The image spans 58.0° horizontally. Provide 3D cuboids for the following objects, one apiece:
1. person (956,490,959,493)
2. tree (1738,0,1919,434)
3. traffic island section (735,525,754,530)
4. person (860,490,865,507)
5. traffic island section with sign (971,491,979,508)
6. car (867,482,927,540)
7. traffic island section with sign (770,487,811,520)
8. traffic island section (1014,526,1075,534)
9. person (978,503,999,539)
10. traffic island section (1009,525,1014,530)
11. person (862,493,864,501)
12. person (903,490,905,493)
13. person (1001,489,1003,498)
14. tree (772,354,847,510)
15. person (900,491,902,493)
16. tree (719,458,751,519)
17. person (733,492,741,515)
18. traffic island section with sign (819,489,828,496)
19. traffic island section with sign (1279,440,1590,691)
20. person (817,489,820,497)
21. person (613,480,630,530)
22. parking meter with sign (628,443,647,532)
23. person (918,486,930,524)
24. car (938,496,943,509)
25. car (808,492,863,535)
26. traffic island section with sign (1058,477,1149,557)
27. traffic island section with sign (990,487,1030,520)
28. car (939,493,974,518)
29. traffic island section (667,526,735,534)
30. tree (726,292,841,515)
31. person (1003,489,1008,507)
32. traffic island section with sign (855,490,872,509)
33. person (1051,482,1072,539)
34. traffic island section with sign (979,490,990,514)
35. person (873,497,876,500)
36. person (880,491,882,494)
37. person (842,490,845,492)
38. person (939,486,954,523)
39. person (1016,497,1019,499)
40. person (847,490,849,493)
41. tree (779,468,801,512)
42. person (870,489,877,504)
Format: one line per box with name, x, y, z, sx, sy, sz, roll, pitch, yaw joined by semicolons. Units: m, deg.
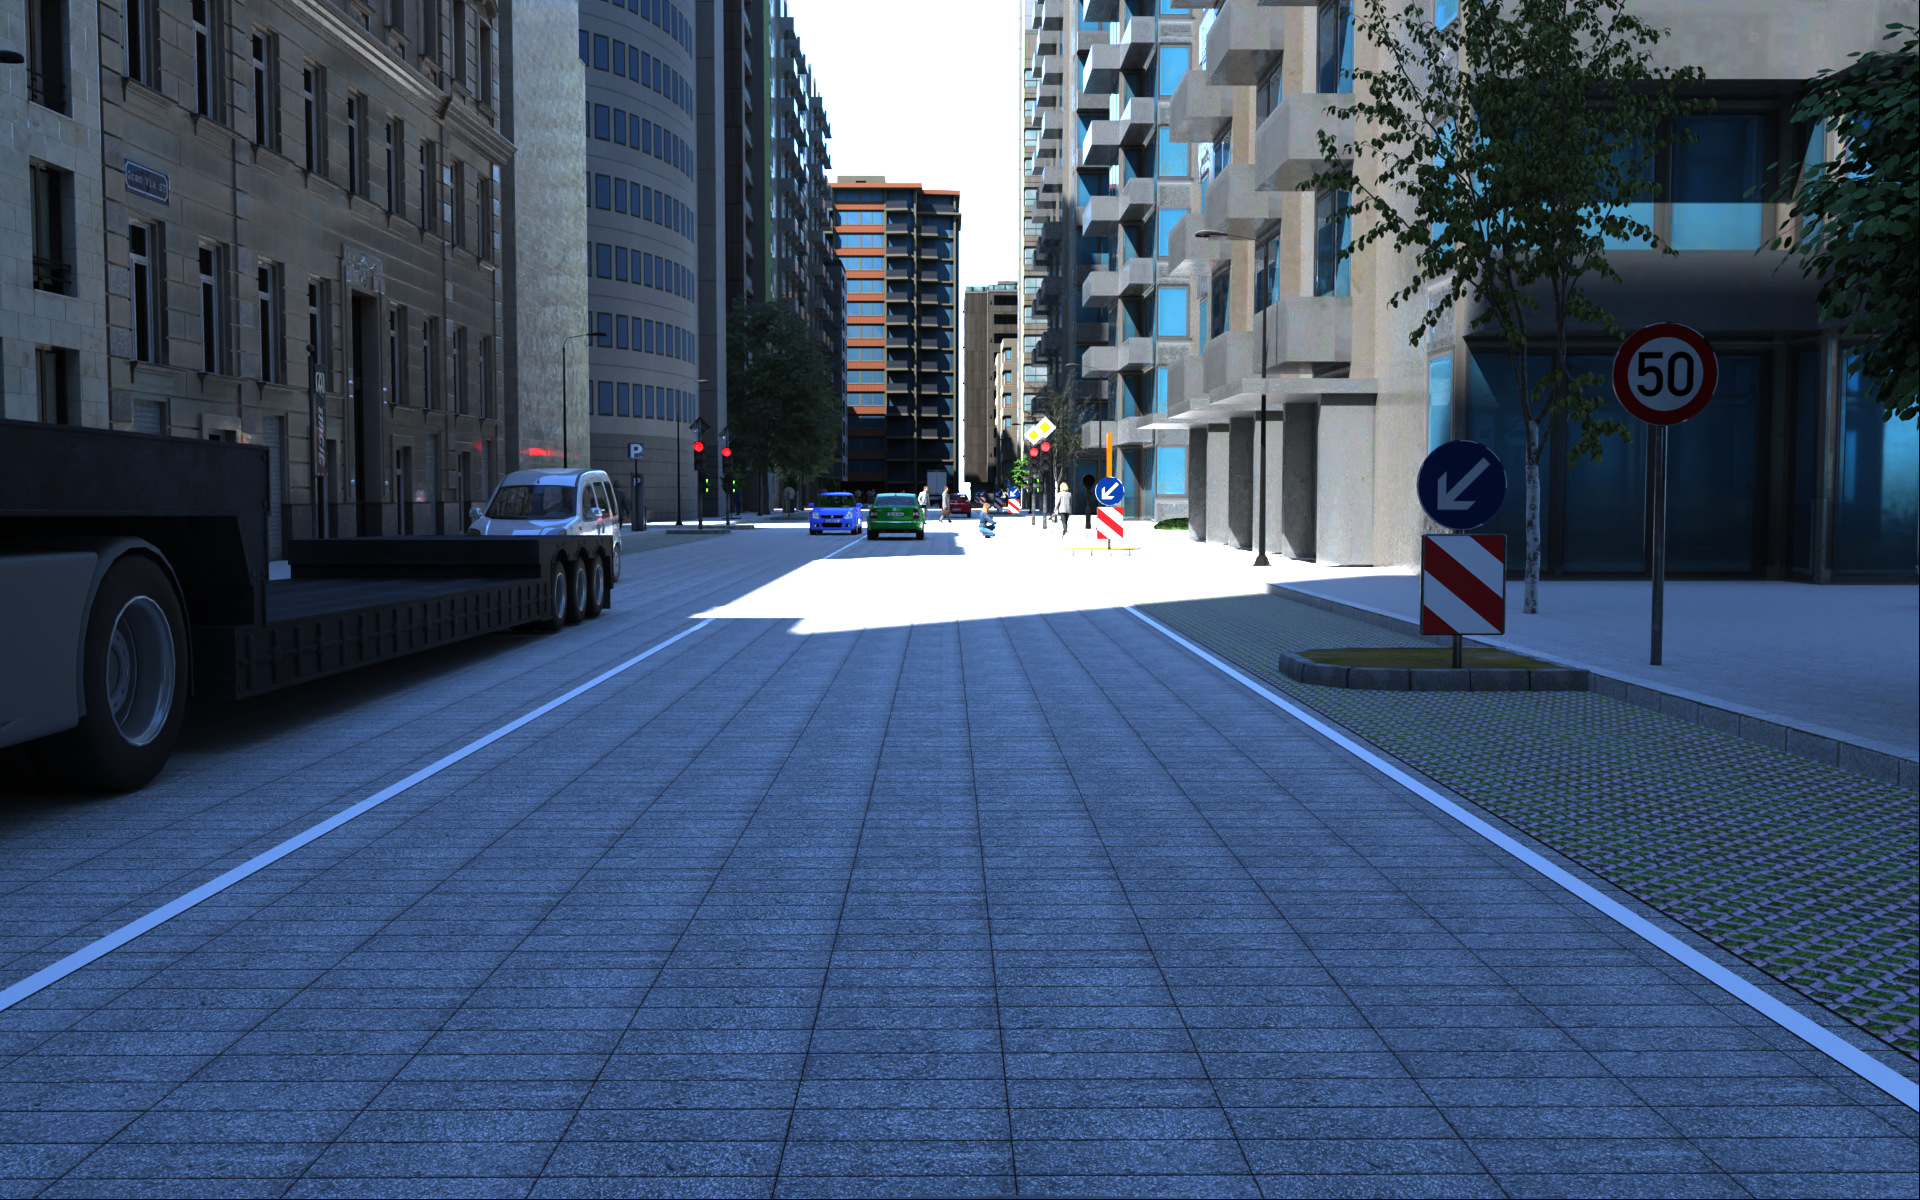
person;-0.295;-10.638;182.430;0.705;1.824;1.348;-2;4;-32
tree;5.905;-1.559;9.205;4.285;4.588;4.351;0;3;0
traffic island section;-9.508;-2.969;70.829;2.009;0.180;2.903;0;4;-1
person;-10.228;-10.554;181.067;0.705;1.822;1.348;1;4;19
traffic island section with sign;2.119;-10.067;173.224;1.989;1.847;2.006;0;4;-1
car;-2.028;-2.855;55.468;1.959;1.807;4.718;0;4;-1
traffic island section with sign;-9.414;-5.329;95.756;1.989;1.847;2.006;0;4;-1
traffic island section;3.104;-2.488;62.951;2.009;0.180;2.903;0;4;-1
person;0.951;-2.556;55.796;0.738;1.151;1.012;0;4;4
traffic island section;3.033;-2.976;70.936;2.009;0.180;2.903;0;4;-1
person;-12.861;-13.353;227.739;0.541;1.710;0.530;-1;4;-14
person;-4.997;-8.786;152.699;0.434;1.755;0.990;-2;4;-35
person;4.131;-10.068;170.637;0.705;1.826;1.348;0;4;1
tree;-12.932;-13.561;139.850;7.486;12.596;7.792;0;3;0
person;-5.750;-9.795;169.573;0.541;1.710;0.530;1;4;23
tree;-11.701;-5.740;88.455;1.663;3.219;1.824;0;3;0
person;-13.373;-5.988;104.125;0.419;1.800;0.721;1;4;22
traffic island section with sign;-9.651;-7.000;123.082;1.989;1.847;2.006;0;4;-1
traffic island section with sign;3.557;-0.294;13.440;1.989;1.847;2.006;0;4;-1
person;-12.980;-9.372;159.945;0.551;1.740;0.621;3;5;39
person;-8.401;-2.051;42.428;0.661;1.777;0.834;0;4;3
parking meter with sign;-11.143;-3.901;60.042;0.543;3.016;1.738;0;4;-5
person;-1.680;-4.487;81.955;0.391;1.810;0.635;3;4;37
car;-1.154;-9.818;170.309;2.009;1.686;4.222;0;4;1
car;-4.419;-3.198;61.872;1.945;1.707;3.694;0;4;1
traffic island section with sign;3.315;-1.943;40.394;1.989;1.847;2.006;0;4;-1
traffic island section with sign;2.822;-5.315;95.534;1.989;1.847;2.006;0;4;-1
car;-0.222;-5.926;105.928;2.155;1.783;4.494;0;4;0
traffic island section;-9.437;-2.481;62.844;2.009;0.180;2.903;0;4;-1
tree;-12.322;-12.314;107.981;9.857;13.997;8.962;0;3;0
person;4.310;-9.762;166.435;1.217;1.735;0.721;2;4;25
traffic island section with sign;-10.106;-10.032;172.648;1.989;1.847;2.006;0;4;-1
person;3.273;-2.855;55.357;0.709;1.800;0.728;-1;4;-22
traffic island section with sign;2.570;-6.964;122.488;1.989;1.847;2.006;0;4;-1
person;-6.104;-6.757;123.638;0.373;1.253;0.362;-1;4;-14
person;-7.929;-10.178;175.693;1.217;1.735;0.721;2;4;34
person;-9.009;-7.820;136.638;0.573;1.790;0.520;2;4;31
person;-0.667;-4.731;85.961;0.767;1.812;0.694;0;4;4
person;4.886;-8.746;152.271;0.421;1.427;0.697;-3;5;-43
person;-12.648;-11.616;196.792;0.721;1.723;1.217;2;4;32
tree;-12.527;-8.125;127.449;1.663;3.219;1.824;0;3;0
person;-6.536;-7.456;130.588;0.661;1.801;0.590;2;4;28
